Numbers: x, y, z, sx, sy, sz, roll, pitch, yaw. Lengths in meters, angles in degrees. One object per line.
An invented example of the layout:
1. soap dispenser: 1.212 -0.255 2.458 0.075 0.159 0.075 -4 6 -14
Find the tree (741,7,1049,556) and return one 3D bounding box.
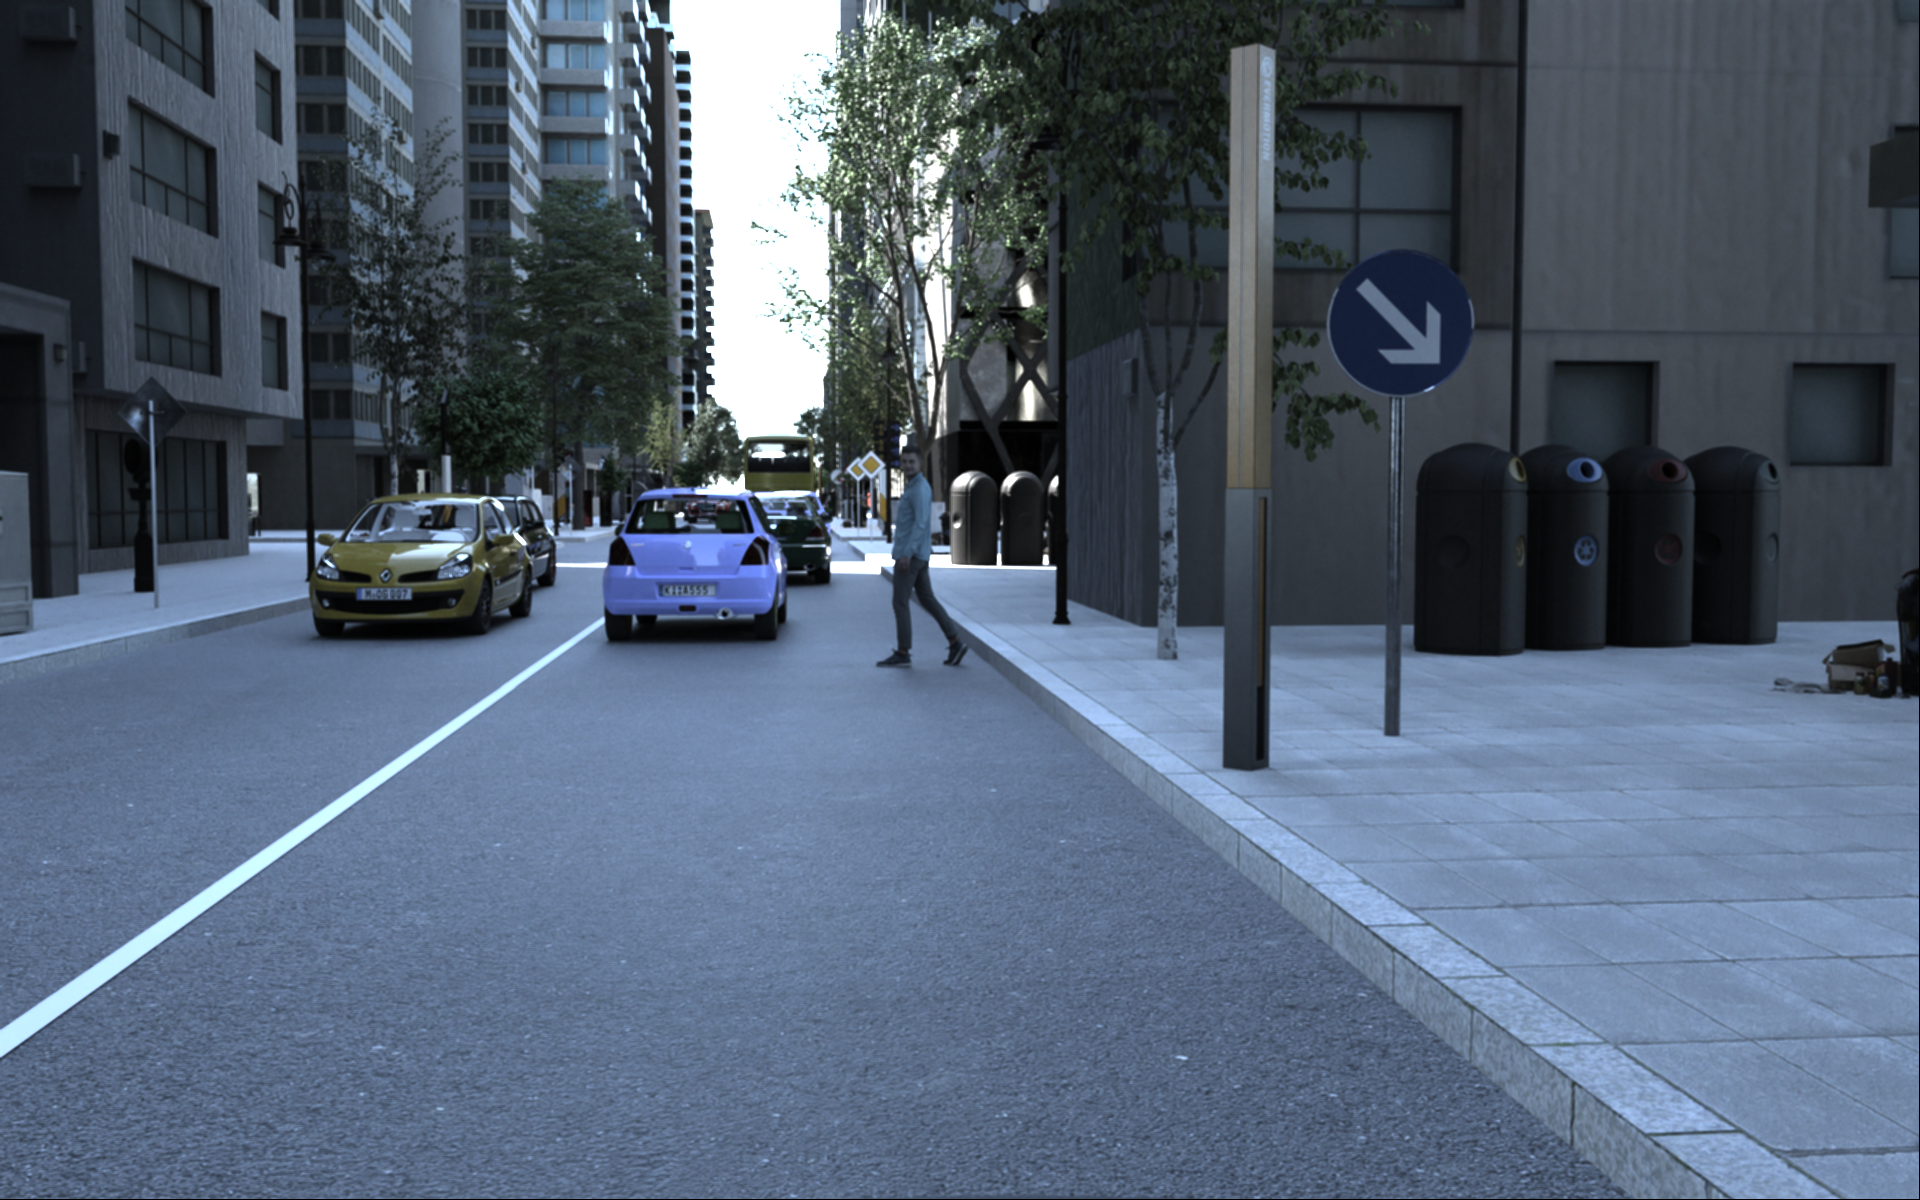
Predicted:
1. tree: -0.715 -6.765 36.367 9.928 11.665 9.643 0 3 0

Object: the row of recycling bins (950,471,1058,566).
1. row of recycling bins: 1.580 -1.494 31.535 3.534 1.692 1.069 -1 4 -15

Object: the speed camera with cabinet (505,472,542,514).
1. speed camera with cabinet: -13.395 -3.598 53.157 0.660 3.252 2.038 0 4 1

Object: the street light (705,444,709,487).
1. street light: -22.884 -11.264 156.960 0.468 5.910 1.993 0 4 -6

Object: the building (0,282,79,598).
1. building: -20.945 -35.240 14.421 20.563 71.187 20.611 0 4 -6

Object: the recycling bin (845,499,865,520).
1. recycling bin: -5.000 -4.269 82.345 0.722 1.027 0.722 -3 5 -44

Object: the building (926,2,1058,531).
1. building: 7.724 -12.093 65.165 16.811 18.784 16.820 0 4 -6

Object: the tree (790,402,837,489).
1. tree: -18.059 -18.049 212.113 9.611 12.733 9.660 0 3 0

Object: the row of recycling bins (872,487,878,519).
1. row of recycling bins: -4.149 -5.133 91.035 1.069 1.692 3.534 0 4 -4

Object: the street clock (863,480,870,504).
1. street clock: -4.783 -5.052 87.168 0.471 2.002 0.358 -1 4 -16

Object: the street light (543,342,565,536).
1. street light: -12.375 -4.902 52.931 0.468 5.910 1.993 0 4 -6

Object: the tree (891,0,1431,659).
1. tree: 1.561 -3.831 13.007 4.737 8.622 4.395 0 3 0

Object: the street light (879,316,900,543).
1. street light: -1.844 -4.420 45.053 0.468 5.910 1.993 0 4 -6

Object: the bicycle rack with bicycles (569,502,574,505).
1. bicycle rack with bicycles: -25.550 -6.388 117.831 2.925 0.926 2.852 -1 4 -21

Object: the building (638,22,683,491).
1. building: -34.275 -31.422 163.862 14.600 45.320 14.200 0 4 -6

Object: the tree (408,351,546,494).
1. tree: -11.082 -3.445 40.033 4.285 4.588 4.351 0 3 0

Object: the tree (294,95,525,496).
1. tree: -10.660 -5.065 33.181 4.360 8.622 3.978 0 3 0

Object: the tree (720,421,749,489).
1. tree: -36.514 -22.883 284.507 12.009 13.543 11.850 0 3 0

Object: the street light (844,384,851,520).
1. street light: -4.608 -6.087 72.314 0.468 5.910 1.993 0 4 -6

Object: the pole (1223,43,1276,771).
1. pole: 1.341 -0.867 8.023 0.158 3.312 0.155 0 3 0

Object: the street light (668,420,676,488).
1. street light: -17.994 -8.286 108.264 0.468 5.910 1.993 0 4 -6

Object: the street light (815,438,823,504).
1. street light: -10.228 -9.473 127.675 0.468 5.910 1.993 0 4 -6

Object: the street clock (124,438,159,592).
1. street clock: -10.696 -1.107 22.666 0.471 2.002 0.358 3 4 37

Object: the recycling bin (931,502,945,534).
1. recycling bin: -0.898 -2.566 54.506 0.722 1.027 0.722 -1 4 -15

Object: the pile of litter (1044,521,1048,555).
1. pile of litter: 1.882 -1.375 36.442 1.176 0.858 1.719 -2 4 -30

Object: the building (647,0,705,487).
1. building: -44.535 -55.843 225.699 22.319 86.520 31.000 0 4 -6

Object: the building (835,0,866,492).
1. building: -2.846 -39.428 186.649 21.231 58.520 28.212 0 4 -6

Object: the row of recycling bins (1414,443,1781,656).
1. row of recycling bins: 5.375 -0.459 14.615 3.534 1.692 1.069 -1 4 -22

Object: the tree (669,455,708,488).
1. tree: -23.087 -10.014 147.437 4.285 4.588 4.351 0 3 0

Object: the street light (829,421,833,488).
1. street light: -7.397 -7.797 100.273 0.468 5.910 1.993 0 4 -6

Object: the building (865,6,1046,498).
1. building: 3.659 -20.221 107.026 17.030 29.872 44.131 0 4 -6

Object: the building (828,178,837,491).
1. building: -9.987 -35.146 224.740 14.600 45.320 14.200 0 4 -6

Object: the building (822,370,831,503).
1. building: -5.493 -24.618 247.540 27.650 21.520 28.899 0 4 -6

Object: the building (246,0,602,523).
1. building: -36.894 -24.762 96.744 32.217 40.220 23.993 0 4 -6

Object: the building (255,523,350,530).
1. building: -34.401 -22.815 64.899 32.217 40.220 23.993 0 4 -6

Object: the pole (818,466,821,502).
1. pole: -10.249 -8.119 126.587 0.158 3.312 0.155 0 3 0

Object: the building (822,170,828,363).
1. building: -7.479 -41.923 274.674 28.713 52.752 27.495 0 4 -6

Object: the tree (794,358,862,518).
1. tree: -6.473 -8.671 92.125 4.360 8.622 3.978 0 3 0

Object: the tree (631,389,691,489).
1. tree: -19.513 -10.008 113.990 4.737 8.622 4.395 0 3 0

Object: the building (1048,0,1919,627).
1. building: 8.044 -20.756 22.957 14.154 41.232 14.086 0 4 -6

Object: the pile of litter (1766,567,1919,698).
1. pile of litter: 6.202 0.163 11.293 1.719 0.858 1.176 1 4 23

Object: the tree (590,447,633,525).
1. tree: -14.435 -4.724 71.844 1.663 3.219 1.824 0 3 0

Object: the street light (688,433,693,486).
1. street light: -20.093 -9.560 129.100 0.468 5.910 1.993 0 4 -6

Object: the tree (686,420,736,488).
1. tree: -25.163 -13.859 176.960 4.360 8.622 3.978 0 3 0

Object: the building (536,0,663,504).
1. building: -36.932 -31.886 140.946 23.786 49.044 30.456 0 4 -6

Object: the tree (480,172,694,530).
1. tree: -13.223 -8.781 61.692 7.486 12.596 7.792 0 3 0

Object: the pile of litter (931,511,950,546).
1. pile of litter: -0.319 -1.803 43.438 1.719 0.858 1.176 1 4 11

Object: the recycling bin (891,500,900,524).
1. recycling bin: -2.903 -3.836 75.275 0.722 1.027 0.722 1 4 21

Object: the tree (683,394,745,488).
1. tree: -27.974 -17.272 199.409 9.611 12.733 9.660 0 3 0

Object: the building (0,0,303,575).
1. building: -20.532 -15.900 31.662 14.107 30.474 14.160 0 4 -6

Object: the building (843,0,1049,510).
1. building: -0.405 -44.215 161.159 20.563 71.187 20.611 0 4 -6

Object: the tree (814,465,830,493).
1. tree: -16.362 -13.001 196.281 4.285 4.588 4.351 0 3 0

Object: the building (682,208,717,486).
1. building: -47.487 -36.825 256.706 22.147 44.769 28.867 0 4 -6

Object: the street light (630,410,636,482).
1. street light: -15.203 -6.610 80.857 0.468 5.910 1.993 0 4 -6
